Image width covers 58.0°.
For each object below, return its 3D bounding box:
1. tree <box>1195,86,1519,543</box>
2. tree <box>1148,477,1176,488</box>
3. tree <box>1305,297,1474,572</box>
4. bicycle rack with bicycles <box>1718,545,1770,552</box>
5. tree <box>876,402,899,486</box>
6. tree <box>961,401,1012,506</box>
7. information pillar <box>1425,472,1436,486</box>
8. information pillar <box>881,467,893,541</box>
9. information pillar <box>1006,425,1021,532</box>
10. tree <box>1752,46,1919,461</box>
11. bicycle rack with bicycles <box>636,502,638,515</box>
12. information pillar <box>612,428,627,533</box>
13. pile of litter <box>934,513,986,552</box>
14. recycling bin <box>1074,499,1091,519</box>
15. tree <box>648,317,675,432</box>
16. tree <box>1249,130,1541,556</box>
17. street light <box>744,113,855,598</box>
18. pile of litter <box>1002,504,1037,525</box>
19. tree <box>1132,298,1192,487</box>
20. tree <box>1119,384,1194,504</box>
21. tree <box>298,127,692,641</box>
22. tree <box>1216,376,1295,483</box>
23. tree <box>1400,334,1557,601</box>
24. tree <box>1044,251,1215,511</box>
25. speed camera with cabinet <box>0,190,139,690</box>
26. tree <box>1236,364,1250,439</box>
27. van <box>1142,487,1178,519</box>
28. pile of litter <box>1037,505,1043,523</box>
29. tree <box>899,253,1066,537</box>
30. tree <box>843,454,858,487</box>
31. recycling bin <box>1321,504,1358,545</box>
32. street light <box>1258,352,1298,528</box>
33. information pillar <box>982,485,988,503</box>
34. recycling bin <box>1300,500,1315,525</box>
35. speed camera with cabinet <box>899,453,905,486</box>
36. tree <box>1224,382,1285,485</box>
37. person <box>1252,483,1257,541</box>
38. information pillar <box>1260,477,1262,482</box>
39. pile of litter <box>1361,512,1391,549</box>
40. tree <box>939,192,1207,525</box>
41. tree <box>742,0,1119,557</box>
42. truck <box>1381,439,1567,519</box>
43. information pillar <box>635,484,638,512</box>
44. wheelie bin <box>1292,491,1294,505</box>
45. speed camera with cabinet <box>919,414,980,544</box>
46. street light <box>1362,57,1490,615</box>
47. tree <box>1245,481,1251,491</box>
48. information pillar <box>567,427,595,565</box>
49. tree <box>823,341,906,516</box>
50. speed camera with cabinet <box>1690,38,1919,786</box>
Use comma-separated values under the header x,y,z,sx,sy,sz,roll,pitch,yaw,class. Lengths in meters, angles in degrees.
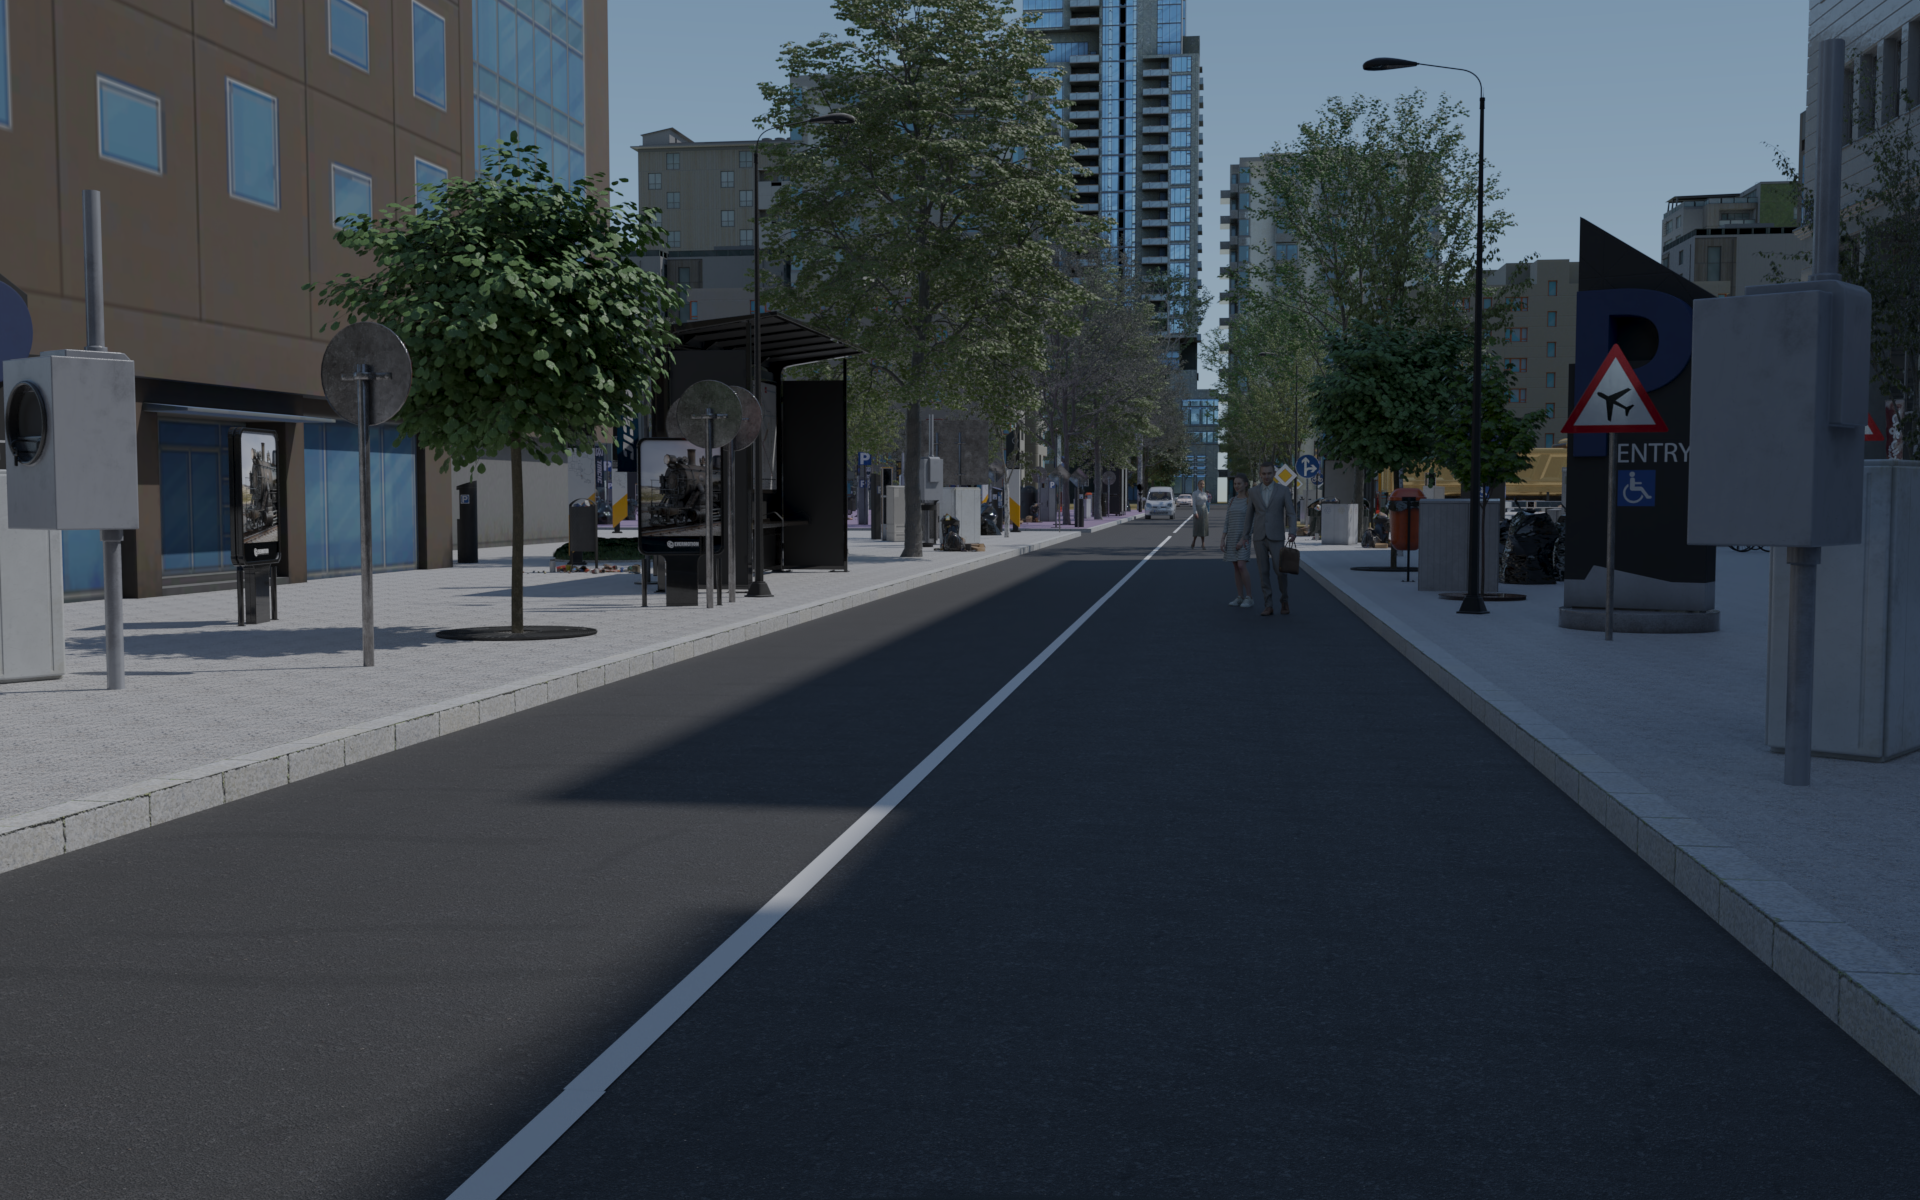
x,y,z,sx,sy,sz,roll,pitch,yaw,class
10.458,-7.305,45.190,9.928,11.665,9.643,0,3,0,tree
23.477,-13.416,203.063,4.285,4.588,4.351,0,3,0,tree
7.296,-2.771,29.012,4.285,4.588,4.351,0,3,0,tree
18.015,-1.543,38.606,2.852,0.926,2.925,-3,5,-44,bicycle rack with bicycles
-4.234,-10.644,124.397,4.360,8.622,3.978,0,3,0,tree
2.022,-10.893,128.459,4.737,8.622,4.395,0,3,0,tree
15.496,-3.216,57.079,0.304,2.012,0.304,0,4,-2,information pillar
-2.012,-2.637,47.600,0.304,2.012,0.304,-1,4,-9,information pillar
1.787,-4.076,57.992,0.504,3.616,0.183,1,4,18,information pillar
15.082,-4.723,27.585,4.360,8.622,3.978,0,3,0,tree
-17.597,-5.291,99.893,2.925,0.926,2.852,3,5,45,bicycle rack with bicycles
-11.134,-3.988,56.564,0.504,3.616,0.183,-1,4,-14,information pillar
0.003,-1.540,39.138,1.176,0.858,1.719,0,4,-5,pile of litter
6.402,-4.781,90.725,0.722,1.027,0.722,1,4,22,recycling bin
-11.480,-7.414,71.583,4.360,8.622,3.978,0,3,0,tree
9.230,-5.198,35.342,4.737,8.622,4.395,0,3,0,tree
-1.973,-2.986,21.361,1.470,5.913,1.316,1,4,8,street light
2.144,-3.624,73.216,1.719,0.858,1.176,-1,4,-21,pile of litter
6.728,-10.274,86.104,7.486,12.596,7.792,0,3,0,tree
17.879,-15.179,165.184,9.611,12.733,9.660,0,3,0,tree
-4.111,-1.952,15.626,4.285,4.588,4.351,0,3,0,tree
28.393,-15.165,166.068,7.486,12.596,7.792,0,3,0,tree
6.435,-1.613,20.969,1.663,3.219,1.824,0,3,0,tree
12.854,-16.994,133.740,12.611,20.169,13.585,0,3,0,tree
-6.321,-1.059,11.654,2.038,3.252,0.660,3,4,37,speed camera with cabinet
14.551,-7.738,76.872,4.737,8.622,4.395,0,3,0,tree
11.461,-5.633,99.103,2.013,2.044,4.112,1,4,9,van
3.130,-3.912,77.923,1.176,0.858,1.719,0,4,3,pile of litter
1.245,-6.142,50.789,4.360,8.622,3.978,0,3,0,tree
-9.604,-11.581,139.716,4.360,8.622,3.978,0,3,0,tree
9.659,-1.927,44.056,0.722,1.027,0.722,2,4,34,recycling bin
10.462,-5.151,56.753,1.470,5.913,1.316,1,4,8,street light
1.377,-6.441,96.671,0.183,3.616,0.504,3,4,39,information pillar
14.765,-3.690,72.883,0.722,1.027,0.722,0,4,-5,recycling bin
-2.381,-5.372,82.172,0.660,3.252,2.038,-1,4,-14,speed camera with cabinet
18.619,-9.609,107.467,4.360,8.622,3.978,0,3,0,tree
9.039,-2.692,52.850,0.599,1.781,0.374,-2,4,-30,person
21.399,-7.993,122.046,0.504,3.616,0.183,0,4,-3,information pillar
10.303,-1.678,41.397,1.719,0.858,1.176,-2,4,-24,pile of litter
4.295,-9.856,71.511,12.009,13.543,11.850,0,3,0,tree
-0.553,-7.153,35.084,7.486,12.596,7.792,0,3,0,tree
19.631,-3.896,59.631,9.791,3.379,3.469,1,4,8,truck
-23.543,-7.463,126.519,0.304,2.012,0.304,-1,4,-9,information pillar
13.610,-3.973,72.860,0.980,1.594,0.693,3,5,45,wheelie bin
-0.372,-3.019,43.700,0.660,3.252,2.038,3,5,44,speed camera with cabinet
4.983,-2.813,18.532,1.470,5.913,1.316,1,4,8,street light
28.984,-10.997,174.407,1.663,3.219,1.824,0,3,0,tree
-6.848,-2.440,31.251,0.504,3.616,0.183,0,4,-6,information pillar
-5.503,-7.994,81.072,4.737,8.622,4.395,0,3,0,tree
4.148,-0.853,8.279,0.660,3.252,2.038,3,5,44,speed camera with cabinet
